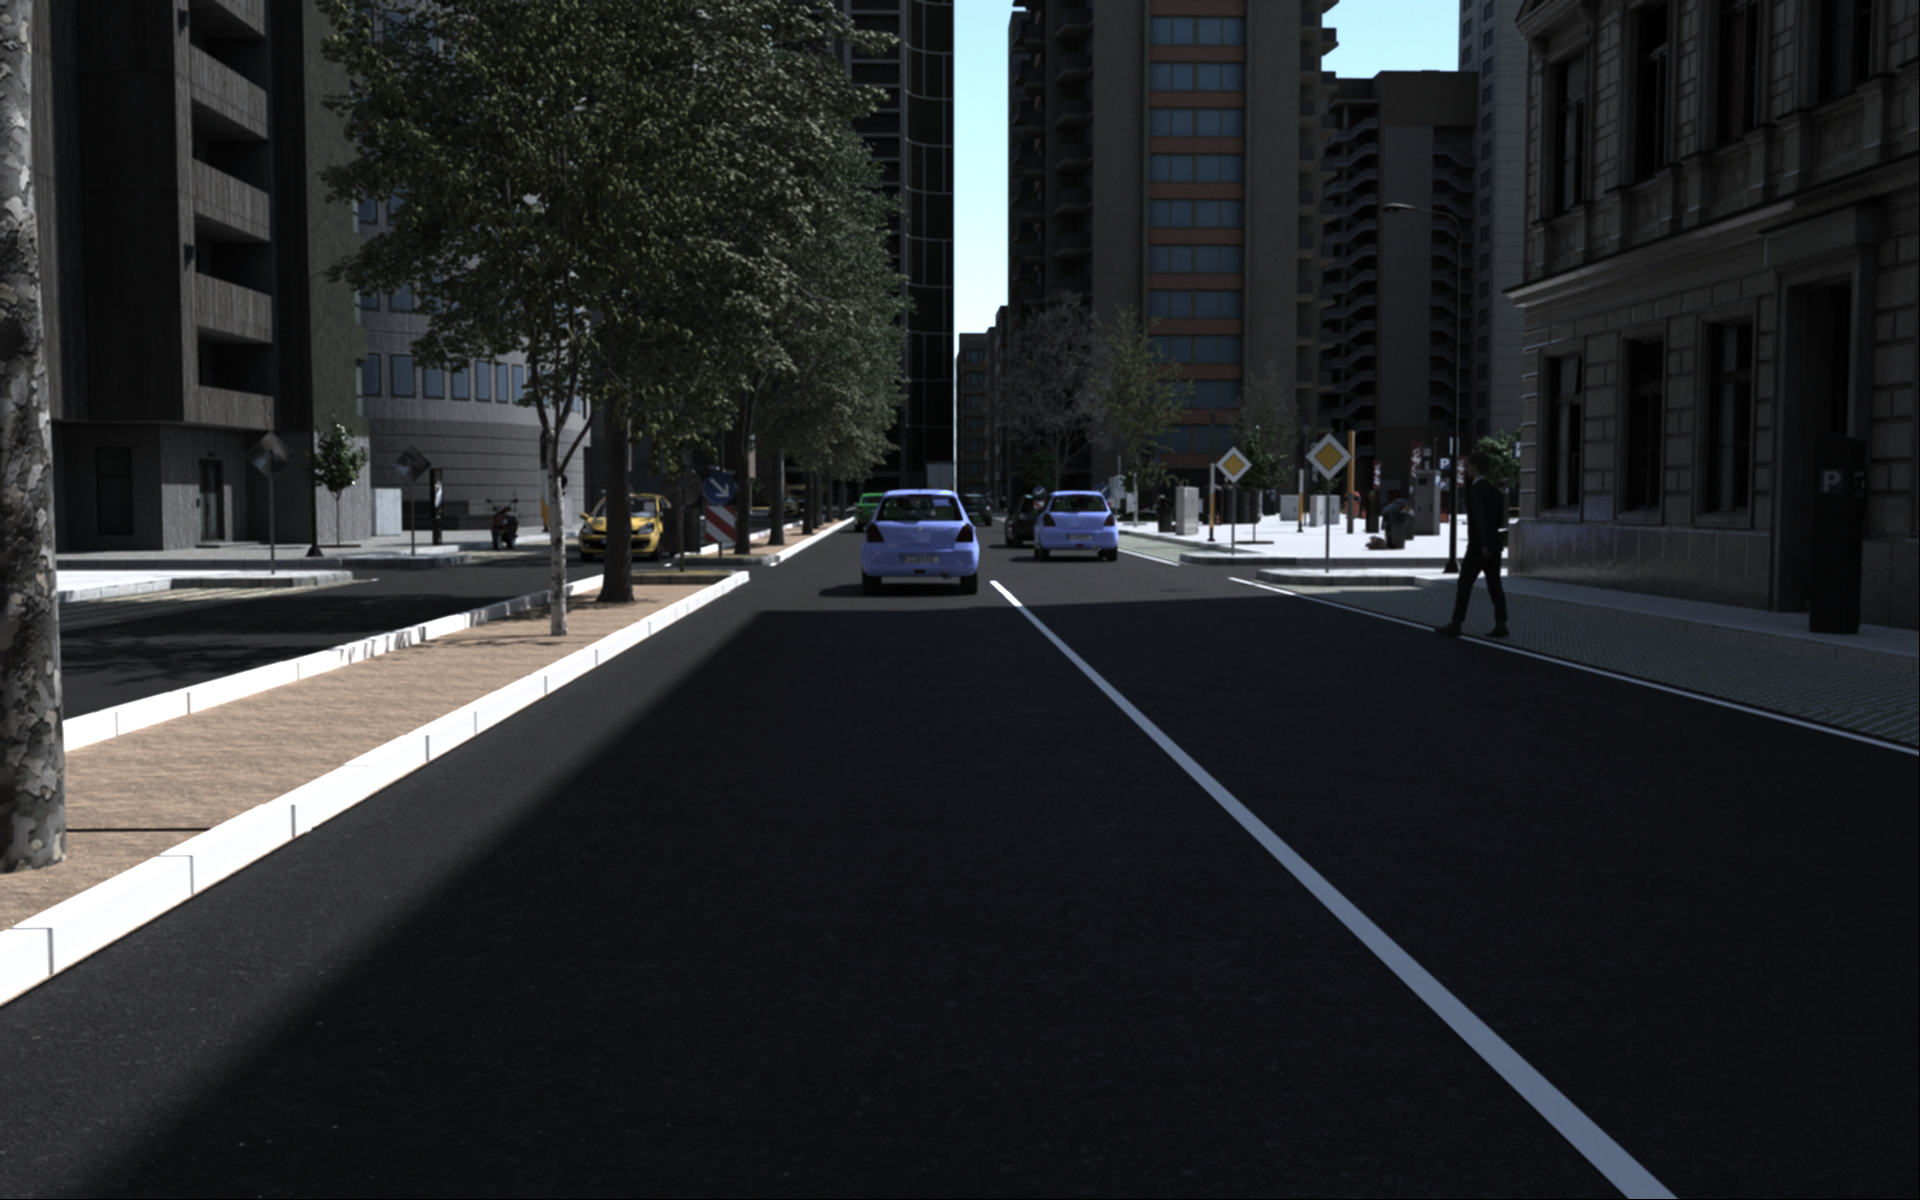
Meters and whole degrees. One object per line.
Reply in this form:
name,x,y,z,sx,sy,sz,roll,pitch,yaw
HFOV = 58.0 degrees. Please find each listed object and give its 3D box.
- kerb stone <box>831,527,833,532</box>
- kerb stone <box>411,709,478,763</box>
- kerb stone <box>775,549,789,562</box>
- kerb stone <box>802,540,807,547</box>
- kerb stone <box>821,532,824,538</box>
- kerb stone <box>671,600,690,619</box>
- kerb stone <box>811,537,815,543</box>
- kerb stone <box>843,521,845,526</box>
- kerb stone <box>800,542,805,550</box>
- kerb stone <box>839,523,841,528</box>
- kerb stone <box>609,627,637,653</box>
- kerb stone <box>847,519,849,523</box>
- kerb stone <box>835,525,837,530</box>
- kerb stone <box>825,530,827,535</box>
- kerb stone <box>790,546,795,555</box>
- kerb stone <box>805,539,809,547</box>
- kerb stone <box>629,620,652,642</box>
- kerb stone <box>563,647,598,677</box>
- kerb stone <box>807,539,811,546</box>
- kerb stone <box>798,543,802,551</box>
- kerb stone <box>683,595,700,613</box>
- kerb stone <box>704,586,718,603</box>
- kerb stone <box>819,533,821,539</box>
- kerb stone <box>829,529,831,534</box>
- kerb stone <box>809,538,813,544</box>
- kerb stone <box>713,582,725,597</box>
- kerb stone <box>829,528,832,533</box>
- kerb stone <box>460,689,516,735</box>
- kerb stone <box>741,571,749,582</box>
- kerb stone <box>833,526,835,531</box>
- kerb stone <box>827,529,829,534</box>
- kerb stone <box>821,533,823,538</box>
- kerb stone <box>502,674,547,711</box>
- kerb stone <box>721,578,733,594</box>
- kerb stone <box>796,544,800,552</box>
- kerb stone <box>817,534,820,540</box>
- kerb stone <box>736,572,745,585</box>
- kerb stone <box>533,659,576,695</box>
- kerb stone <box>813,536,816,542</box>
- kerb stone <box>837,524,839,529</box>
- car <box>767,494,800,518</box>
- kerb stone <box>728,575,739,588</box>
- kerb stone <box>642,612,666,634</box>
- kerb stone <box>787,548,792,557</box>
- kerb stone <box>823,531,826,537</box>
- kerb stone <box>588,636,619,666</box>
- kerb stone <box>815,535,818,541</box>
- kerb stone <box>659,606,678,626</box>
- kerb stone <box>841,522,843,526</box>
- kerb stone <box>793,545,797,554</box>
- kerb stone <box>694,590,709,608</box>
kerb stone,-4.756,-2.468,62.542,0.120,0.150,1.000,0,4,-2
kerb stone,-2.908,0.763,9.727,0.120,0.150,1.000,0,4,-2
kerb stone,-3.897,-0.963,37.940,0.120,0.150,1.000,0,4,-2
kerb stone,-4.142,-1.402,45.116,0.120,0.150,1.000,0,4,-2
kerb stone,-4.507,-2.015,55.380,0.120,0.150,1.000,0,4,-2
kerb stone,-3.272,0.134,20.001,0.120,0.150,1.000,0,4,-2
kerb stone,-4.290,-1.651,49.227,0.120,0.150,1.000,0,4,-2
kerb stone,-5.221,-3.281,75.860,0.120,0.150,1.000,0,4,-2
kerb stone,-4.111,-1.336,44.090,0.120,0.150,1.000,0,4,-2
kerb stone,-5.036,-2.969,70.733,0.120,0.150,1.000,0,4,-2
kerb stone,-3.127,0.386,15.887,0.120,0.150,1.000,0,4,-2
kerb stone,-5.403,-3.597,81.005,0.120,0.150,1.000,0,4,-2
kerb stone,-4.892,-2.718,66.629,0.120,0.150,1.000,0,4,-2
kerb stone,-4.571,-2.155,57.425,0.120,0.150,1.000,0,4,-2
kerb stone,-3.960,-1.089,40.001,0.120,0.150,1.000,0,4,-2
kerb stone,-4.182,-1.465,46.147,0.120,0.150,1.000,0,4,-2
kerb stone,-3.168,0.331,16.913,0.120,0.150,1.000,0,4,-2
kerb stone,-3.056,0.518,13.828,0.120,0.150,1.000,0,4,-2
kerb stone,-4.219,-1.528,47.174,0.120,0.150,1.000,0,4,-2
kerb stone,-4.076,-1.274,43.068,0.120,0.150,1.000,0,4,-2
kerb stone,-3.304,0.072,21.023,0.120,0.150,1.000,0,4,-2
kerb stone,-3.375,-0.053,23.069,0.120,0.150,1.000,0,4,-2
kerb stone,-4.426,-1.904,53.330,0.120,0.150,1.000,0,4,-2
kerb stone,-4.688,-2.340,60.499,0.120,0.150,1.000,0,4,-2
kerb stone,-4.248,-1.591,48.200,0.120,0.150,1.000,0,4,-2
kerb stone,-3.410,-0.112,24.090,0.120,0.150,1.000,0,4,-2
kerb stone,-4.713,-2.405,61.521,0.120,0.150,1.000,0,4,-2
kerb stone,-2.942,0.700,10.752,0.120,0.150,1.000,0,4,-2
kerb stone,-3.544,-0.367,28.193,0.120,0.150,1.000,0,4,-2
kerb stone,-4.824,-2.589,64.586,0.120,0.150,1.000,0,4,-2
kerb stone,-4.650,-2.280,59.475,0.120,0.150,1.000,0,4,-2
kerb stone,-4.471,-1.962,54.351,0.120,0.150,1.000,0,4,-2
kerb stone,-2.986,0.644,11.778,0.120,0.150,1.000,0,4,-2
kerb stone,-3.442,-0.178,25.112,0.120,0.150,1.000,0,4,-2
kerb stone,-4.032,-1.211,42.044,0.120,0.150,1.000,0,4,-2
kerb stone,-4.399,-1.834,52.306,0.120,0.150,1.000,0,4,-2
kerb stone,-3.514,-0.300,27.163,0.120,0.150,1.000,0,4,-2
kerb stone,-3.014,0.580,12.800,0.120,0.150,1.000,0,4,-2
kerb stone,-4.326,-1.713,50.249,0.120,0.150,1.000,0,4,-2
kerb stone,-4.973,-2.844,68.689,0.120,0.150,1.000,0,4,-2
car,-10.659,-5.789,104.879,2.015,1.641,3.980,0,4,-3
kerb stone,-3.484,-0.241,26.133,0.120,0.150,1.000,0,4,-2
kerb stone,-3.199,0.260,17.945,0.120,0.150,1.000,0,4,-2
kerb stone,-3.925,-1.026,38.972,0.120,0.150,1.000,0,4,-2
kerb stone,-4.539,-2.092,56.404,0.120,0.150,1.000,0,4,-2
kerb stone,-3.085,0.451,14.857,0.120,0.150,1.000,0,4,-2
kerb stone,-4.359,-1.779,51.284,0.120,0.150,1.000,0,4,-2
kerb stone,-3.238,0.200,18.980,0.120,0.150,1.000,0,4,-2
kerb stone,-5.114,-3.094,72.777,0.120,0.150,1.000,0,4,-2
kerb stone,-4.004,-1.151,41.022,0.120,0.150,1.000,0,4,-2
kerb stone,-3.340,0.009,22.047,0.120,0.150,1.000,0,4,-2
